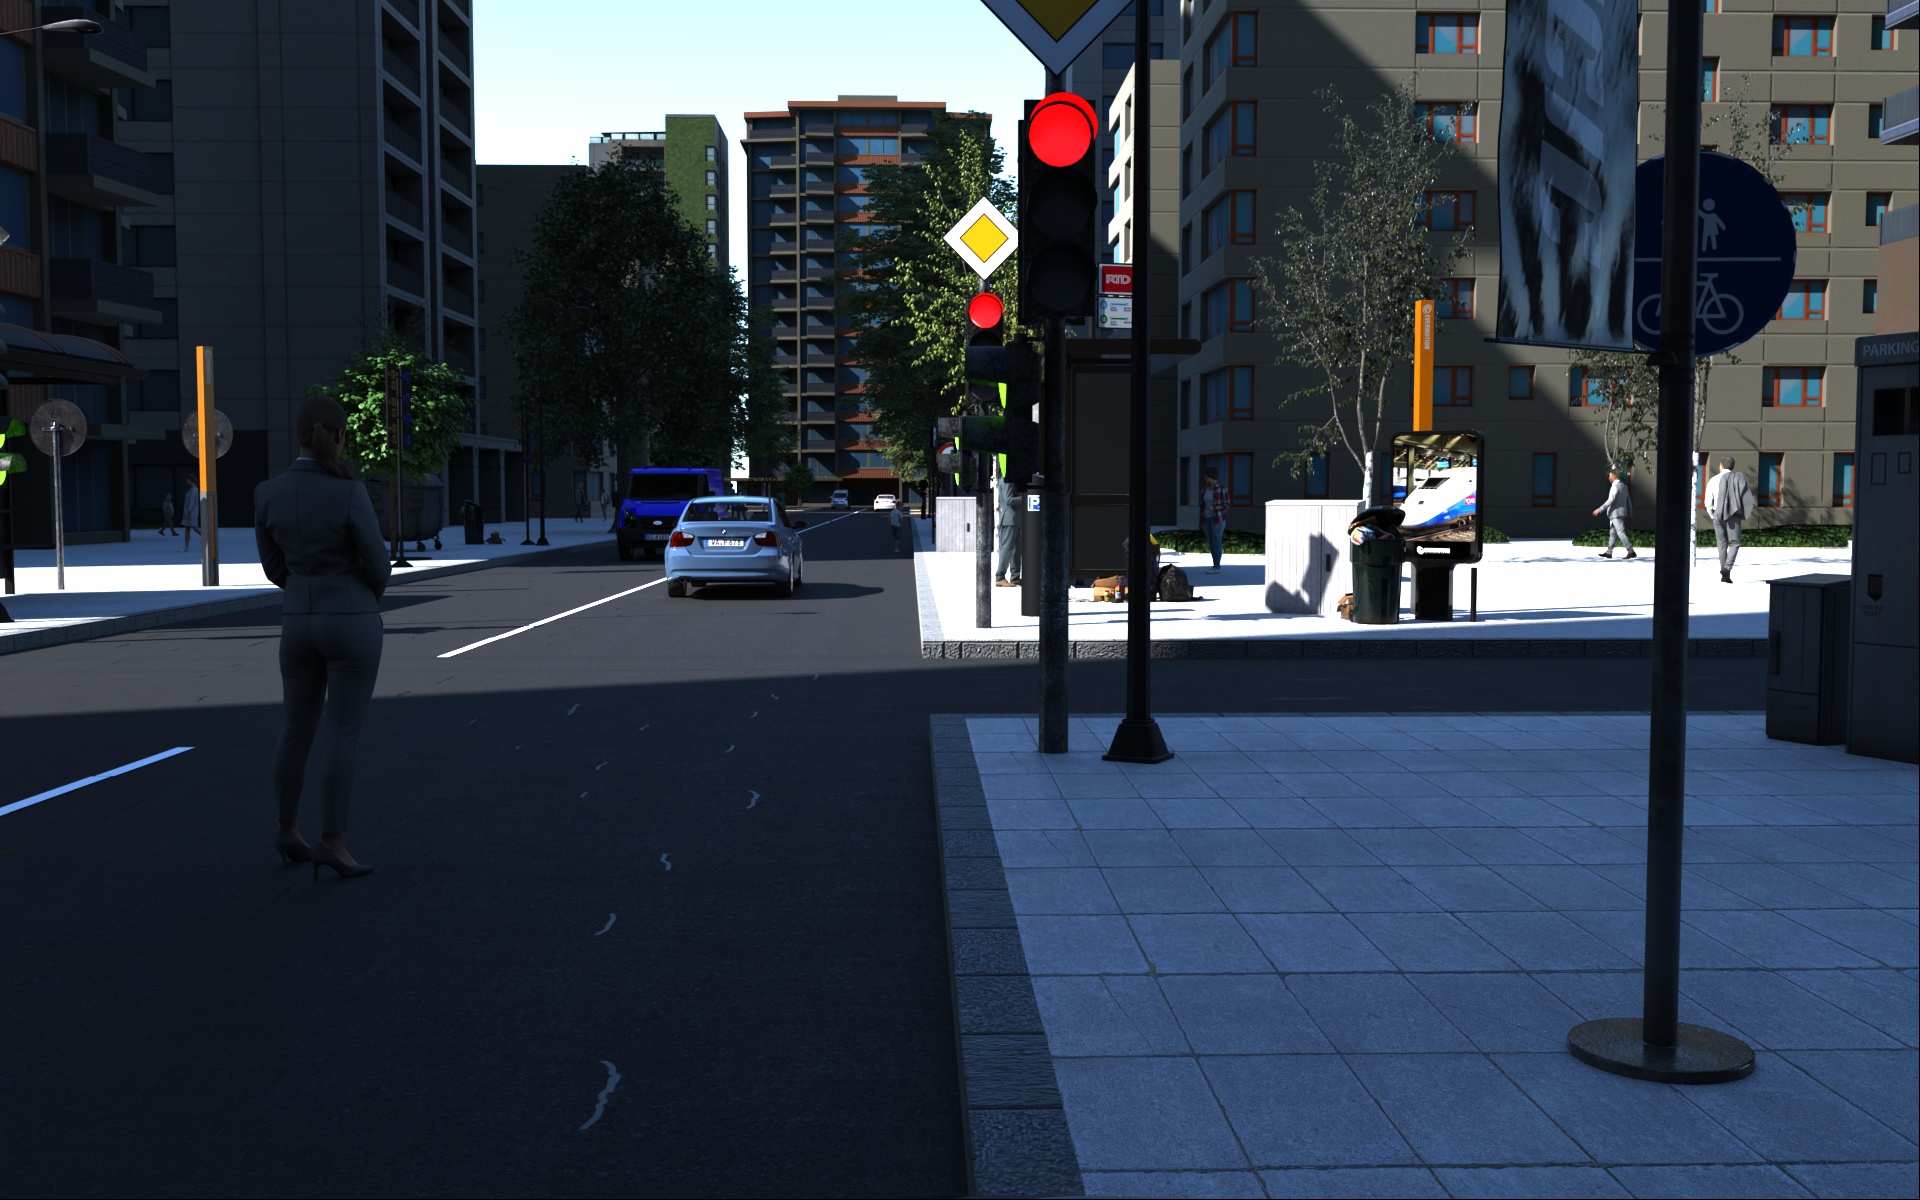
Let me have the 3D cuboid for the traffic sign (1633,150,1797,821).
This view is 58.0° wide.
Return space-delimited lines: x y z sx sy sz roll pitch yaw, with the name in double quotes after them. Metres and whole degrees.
2.713 -0.392 6.520 0.768 2.556 0.104 0 4 2 "traffic sign"

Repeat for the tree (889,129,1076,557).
0.712 -5.176 34.997 4.737 8.622 4.395 0 3 0 "tree"

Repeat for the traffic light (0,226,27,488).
-9.247 -1.668 16.195 0.839 4.253 0.868 0 4 -2 "traffic light"

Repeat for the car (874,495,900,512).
-5.842 -7.653 137.492 2.083 1.381 4.827 0 4 -1 "car"

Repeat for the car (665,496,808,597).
-3.250 -0.816 25.352 2.014 1.417 4.499 0 4 -2 "car"

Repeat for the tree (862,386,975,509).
-3.120 -14.743 151.417 12.009 13.543 11.850 0 3 0 "tree"

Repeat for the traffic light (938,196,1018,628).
0.209 -1.686 16.492 0.839 4.253 0.868 0 4 -2 "traffic light"

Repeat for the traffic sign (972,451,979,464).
0.170 -2.803 45.935 0.768 2.556 0.104 0 4 5 "traffic sign"

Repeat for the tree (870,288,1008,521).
-0.705 -9.516 81.343 9.928 11.665 9.643 0 3 0 "tree"

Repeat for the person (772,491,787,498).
-16.313 -9.198 156.570 1.348 1.807 0.705 0 4 4 "person"

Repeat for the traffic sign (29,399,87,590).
-12.065 -1.411 23.172 0.768 2.556 0.104 0 4 -1 "traffic sign"

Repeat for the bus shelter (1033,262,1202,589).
2.099 -3.058 27.637 2.179 5.291 8.768 0 4 -2 "bus shelter"

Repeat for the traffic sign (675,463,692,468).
-11.184 -4.278 70.047 0.768 2.556 0.104 0 4 4 "traffic sign"

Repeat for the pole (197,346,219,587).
-10.436 -1.846 24.027 0.158 3.312 0.155 0 3 0 "pole"

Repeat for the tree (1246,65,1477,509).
7.171 -4.906 30.574 4.360 8.622 3.978 0 3 0 "tree"

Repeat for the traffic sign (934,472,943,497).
-0.651 -3.892 63.736 0.768 2.556 0.104 0 4 6 "traffic sign"

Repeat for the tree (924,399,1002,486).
0.209 -4.664 59.967 4.285 4.588 4.351 0 3 0 "tree"

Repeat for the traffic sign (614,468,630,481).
-13.581 -4.291 70.162 0.884 2.594 0.081 0 4 5 "traffic sign"

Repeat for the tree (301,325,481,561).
-11.003 -3.062 33.785 4.285 4.588 4.351 0 3 0 "tree"

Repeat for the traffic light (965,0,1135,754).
0.447 -1.198 8.510 0.839 4.253 0.868 0 4 -2 "traffic light"

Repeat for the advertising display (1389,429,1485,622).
4.824 -0.756 17.579 0.974 1.923 0.123 3 5 40 "advertising display"

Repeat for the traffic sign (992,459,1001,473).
1.223 -2.789 45.711 0.768 2.556 0.104 0 4 7 "traffic sign"

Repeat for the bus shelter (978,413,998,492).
0.711 -5.649 69.987 2.179 5.291 8.768 0 4 -2 "bus shelter"

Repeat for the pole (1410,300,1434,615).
4.899 -1.499 18.349 0.158 3.312 0.155 0 3 0 "pole"

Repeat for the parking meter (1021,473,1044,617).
0.832 -0.601 18.243 0.372 1.533 0.369 0 3 0 "parking meter"

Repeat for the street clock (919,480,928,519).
-1.853 -5.088 87.751 0.358 2.002 0.471 3 5 44 "street clock"

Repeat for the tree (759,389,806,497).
-12.814 -10.271 118.291 4.737 8.622 4.395 0 3 0 "tree"

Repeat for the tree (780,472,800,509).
-14.430 -9.444 149.012 1.663 3.219 1.824 0 3 0 "tree"

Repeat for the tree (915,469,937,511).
-2.411 -8.409 132.085 1.663 3.219 1.824 0 3 0 "tree"

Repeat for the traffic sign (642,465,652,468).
-13.885 -4.708 77.077 0.768 2.556 0.104 0 4 -1 "traffic sign"

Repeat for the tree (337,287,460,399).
-20.229 -6.870 62.680 4.360 8.622 3.978 0 3 0 "tree"

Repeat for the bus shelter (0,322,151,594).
-11.381 -1.574 19.663 2.014 3.302 5.546 0 4 -2 "bus shelter"

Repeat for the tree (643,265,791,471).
-12.037 -10.238 85.521 7.486 12.596 7.792 0 3 0 "tree"

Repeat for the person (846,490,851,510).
-10.167 -9.158 158.257 0.705 1.821 1.348 1 4 9 "person"

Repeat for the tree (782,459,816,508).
-14.910 -10.914 162.154 4.285 4.588 4.351 0 3 0 "tree"

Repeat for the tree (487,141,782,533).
-11.091 -8.553 56.849 9.611 12.733 9.660 0 3 0 "tree"

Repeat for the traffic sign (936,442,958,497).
-0.196 -2.600 42.609 0.768 2.556 0.104 0 4 1 "traffic sign"

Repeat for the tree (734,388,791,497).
-12.859 -9.877 111.852 4.360 8.622 3.978 0 3 0 "tree"

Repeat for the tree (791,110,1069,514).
-0.246 -8.145 51.303 7.486 12.596 7.792 0 3 0 "tree"

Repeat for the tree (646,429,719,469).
-11.743 -5.499 73.616 4.285 4.588 4.351 0 3 0 "tree"

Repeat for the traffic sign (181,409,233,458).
-11.104 -1.557 25.556 0.768 2.556 0.104 0 4 2 "traffic sign"

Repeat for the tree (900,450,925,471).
-2.339 -14.096 164.880 7.601 10.594 8.767 0 4 -3 "tree"

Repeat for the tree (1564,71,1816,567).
12.746 -4.898 30.447 4.360 8.622 3.978 0 3 0 "tree"
